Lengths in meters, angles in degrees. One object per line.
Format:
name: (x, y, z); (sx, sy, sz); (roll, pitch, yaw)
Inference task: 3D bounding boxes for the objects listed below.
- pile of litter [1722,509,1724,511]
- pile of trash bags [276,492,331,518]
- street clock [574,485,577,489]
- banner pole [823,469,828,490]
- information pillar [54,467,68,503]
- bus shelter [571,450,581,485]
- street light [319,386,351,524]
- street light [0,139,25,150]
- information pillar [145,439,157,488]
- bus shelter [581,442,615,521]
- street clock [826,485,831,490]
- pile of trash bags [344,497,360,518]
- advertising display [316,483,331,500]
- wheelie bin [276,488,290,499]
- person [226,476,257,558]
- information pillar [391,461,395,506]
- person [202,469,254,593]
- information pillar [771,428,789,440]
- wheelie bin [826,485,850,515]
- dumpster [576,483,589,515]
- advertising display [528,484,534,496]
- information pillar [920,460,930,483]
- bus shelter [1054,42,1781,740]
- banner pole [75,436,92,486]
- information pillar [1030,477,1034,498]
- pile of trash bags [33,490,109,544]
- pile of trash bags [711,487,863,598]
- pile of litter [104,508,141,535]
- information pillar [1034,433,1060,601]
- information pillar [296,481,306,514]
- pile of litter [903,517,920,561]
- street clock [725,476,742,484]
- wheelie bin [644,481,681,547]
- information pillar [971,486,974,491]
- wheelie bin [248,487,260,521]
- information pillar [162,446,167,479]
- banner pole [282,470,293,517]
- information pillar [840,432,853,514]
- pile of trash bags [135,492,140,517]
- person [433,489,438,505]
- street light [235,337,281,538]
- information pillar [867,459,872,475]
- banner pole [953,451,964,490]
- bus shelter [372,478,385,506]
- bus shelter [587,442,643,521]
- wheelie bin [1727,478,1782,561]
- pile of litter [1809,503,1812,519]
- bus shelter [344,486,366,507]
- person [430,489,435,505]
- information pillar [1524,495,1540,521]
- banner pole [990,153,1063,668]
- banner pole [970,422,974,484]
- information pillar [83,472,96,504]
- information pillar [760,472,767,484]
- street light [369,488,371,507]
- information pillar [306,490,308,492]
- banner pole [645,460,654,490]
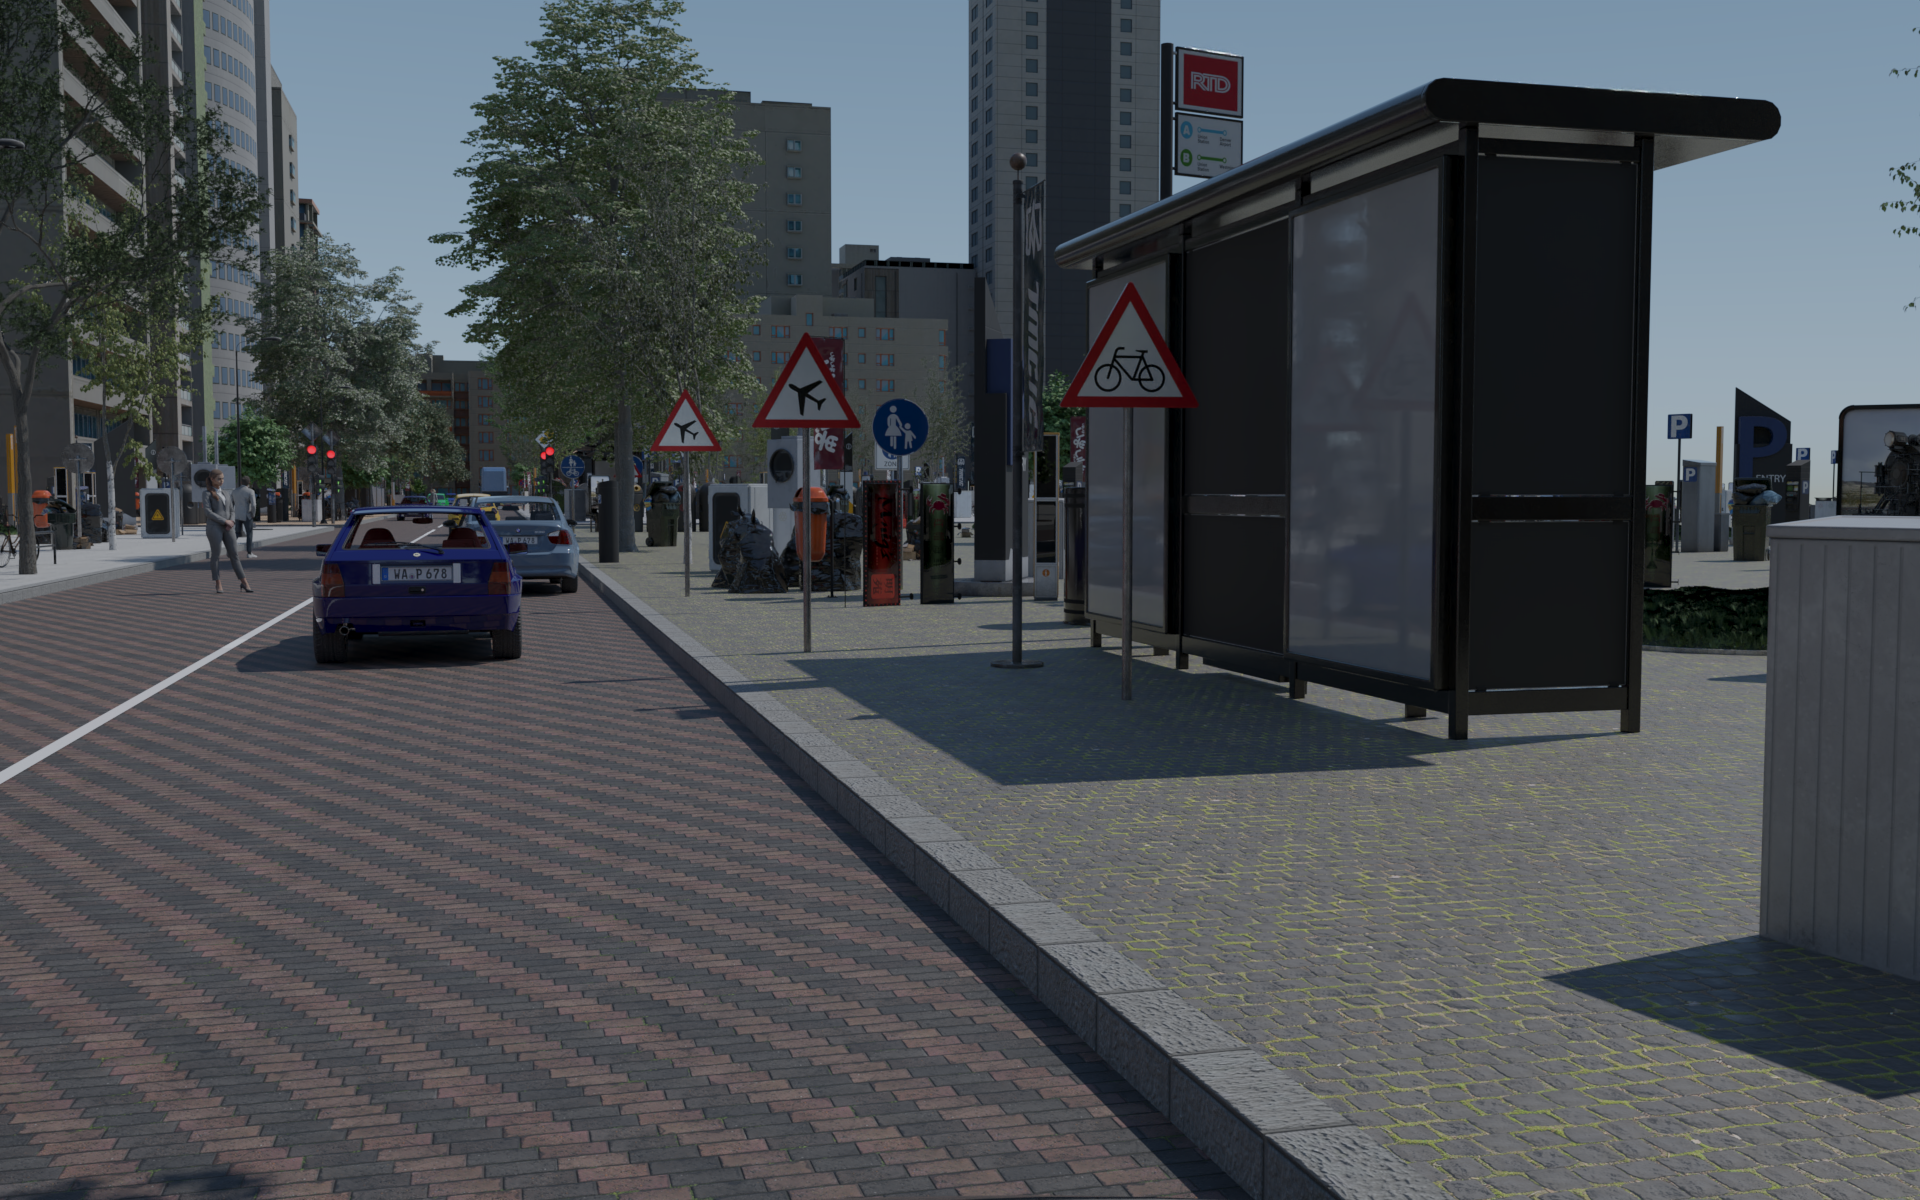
pile of litter: (27.639, -3.039, 63.650); (1.176, 0.858, 1.719); (-2, 4, -27)
pile of trash bags: (-34.578, -4.991, 91.359); (3.447, 1.369, 1.912); (-1, 4, -13)
street clock: (-31.511, -8.398, 141.870); (0.358, 2.002, 0.471); (-2, 4, -35)
banner pole: (-6.975, -6.108, 89.884); (0.401, 3.779, 0.863); (1, 4, 18)
information pillar: (-24.690, -2.636, 47.592); (0.304, 2.012, 0.304); (-2, 4, -32)
bus shelter: (-20.187, -6.319, 94.592); (1.731, 3.624, 6.357); (-1, 4, -15)
street light: (-26.838, -6.232, 74.439); (1.470, 5.913, 1.316); (-1, 4, -15)
street light: (-12.931, -3.067, 22.683); (1.470, 5.913, 1.316); (-1, 4, -15)
information pillar: (-34.581, -5.062, 74.117); (0.183, 3.616, 0.504); (2, 4, 32)
bus shelter: (-16.445, -5.456, 80.494); (1.731, 3.624, 6.357); (-1, 4, -15)
street clock: (-10.892, -8.530, 144.031); (0.471, 2.002, 0.358); (2, 4, 25)
pile of trash bags: (-34.353, -5.188, 94.583); (3.447, 1.369, 1.912); (1, 4, 11)
advertising display: (-37.099, -5.865, 101.110); (0.974, 1.923, 0.123); (-3, 5, -45)
wheelie bin: (-36.306, -5.182, 92.640); (0.980, 1.594, 0.693); (2, 4, 29)
person: (-16.084, -1.862, 38.794); (0.661, 1.843, 0.795); (1, 4, 11)
information pillar: (-39.648, -7.935, 121.086); (0.183, 3.616, 0.504); (-2, 4, -34)
person: (-10.594, -0.994, 25.034); (0.573, 1.790, 0.520); (1, 4, 9)
information pillar: (-4.665, -3.270, 44.821); (0.504, 3.616, 0.183); (-1, 4, -12)
wheelie bin: (-4.137, -3.111, 58.766); (0.693, 1.594, 0.980); (2, 4, 35)
dumpster: (-19.163, -5.109, 89.295); (1.264, 1.857, 1.865); (-1, 4, -15)
advertising display: (-28.285, -6.668, 114.230); (0.123, 1.923, 0.974); (-2, 4, -28)
information pillar: (-2.303, -7.818, 119.186); (0.504, 3.616, 0.183); (2, 4, 31)
bus shelter: (2.239, -2.175, 13.191); (2.179, 5.291, 8.768); (-1, 4, -15)
banner pole: (-37.651, -5.160, 74.382); (0.863, 3.779, 0.401); (-3, 5, -44)
information pillar: (6.312, -9.819, 151.894); (0.504, 3.616, 0.183); (-2, 4, -34)
pile of trash bags: (-23.136, -2.128, 44.541); (1.912, 1.369, 3.447); (-1, 4, -12)
pile of trash bags: (-2.174, -0.797, 22.780); (1.912, 1.369, 3.447); (-1, 4, -15)
pile of litter: (-26.464, -2.482, 54.549); (1.719, 0.858, 1.176); (-2, 4, -29)
information pillar: (1.043, -1.003, 20.893); (0.304, 2.012, 0.304); (0, 4, 4)
information pillar: (-36.549, -5.584, 95.790); (0.304, 2.012, 0.304); (3, 5, 42)
pile of litter: (-1.059, -1.223, 33.955); (1.176, 0.858, 1.719); (-1, 4, -10)
street clock: (-8.850, -3.898, 68.297); (0.358, 2.002, 0.471); (3, 4, 36)
wheelie bin: (-7.242, -2.106, 42.341); (0.693, 1.594, 0.980); (2, 4, 35)
information pillar: (1.139, -9.471, 159.348); (0.304, 2.012, 0.304); (0, 4, 6)
wheelie bin: (-33.284, -4.486, 81.247); (0.980, 1.594, 0.693); (2, 4, 29)
information pillar: (-39.075, -5.737, 85.159); (0.183, 3.616, 0.504); (-1, 4, -12)
banner pole: (-37.508, -6.522, 96.650); (0.401, 3.779, 0.863); (2, 4, 24)
information pillar: (-4.253, -4.506, 65.027); (0.504, 3.616, 0.183); (-1, 4, -18)
pile of trash bags: (-45.466, -5.292, 96.278); (1.912, 1.369, 3.447); (-1, 4, -13)
person: (-39.680, -7.443, 130.381); (0.709, 1.800, 0.728); (1, 4, 9)
street light: (-20.745, -4.811, 51.195); (1.470, 5.913, 1.316); (-1, 4, -15)
information pillar: (-6.065, -7.660, 116.590); (0.183, 3.616, 0.504); (-3, 4, -37)
banner pole: (-0.089, -6.813, 101.410); (0.863, 3.779, 0.401); (0, 4, -3)
bus shelter: (-45.413, -8.615, 134.774); (2.014, 3.302, 5.546); (-1, 4, -15)
bus shelter: (-13.300, -4.486, 67.271); (2.014, 3.302, 5.546); (-1, 4, -15)
wheelie bin: (15.241, -1.552, 33.277); (0.980, 1.594, 0.693); (2, 4, 33)
pile of litter: (39.745, -4.074, 80.581); (1.176, 0.858, 1.719); (0, 4, -6)
bus shelter: (-41.759, -7.864, 119.866); (1.731, 3.624, 6.357); (-1, 4, -15)
person: (-39.203, -7.336, 128.538); (0.767, 1.812, 0.694); (-2, 4, -28)
information pillar: (13.579, -2.240, 41.111); (0.304, 2.012, 0.304); (2, 4, 34)
banner pole: (0.485, -1.381, 12.591); (0.401, 3.779, 0.863); (-1, 4, -15)
banner pole: (0.729, -2.940, 38.083); (0.401, 3.779, 0.863); (3, 5, 44)
information pillar: (-29.481, -3.315, 58.699); (0.304, 2.012, 0.304); (-1, 4, -11)
information pillar: (-6.488, -3.266, 57.892); (0.304, 2.012, 0.304); (-2, 4, -31)
street light: (-34.711, -8.006, 103.446); (1.470, 5.913, 1.316); (-1, 4, -15)
information pillar: (-44.059, -6.882, 117.012); (0.304, 2.012, 0.304); (-2, 4, -26)
banner pole: (-20.859, -7.721, 116.258); (0.863, 3.779, 0.401); (1, 4, 20)
